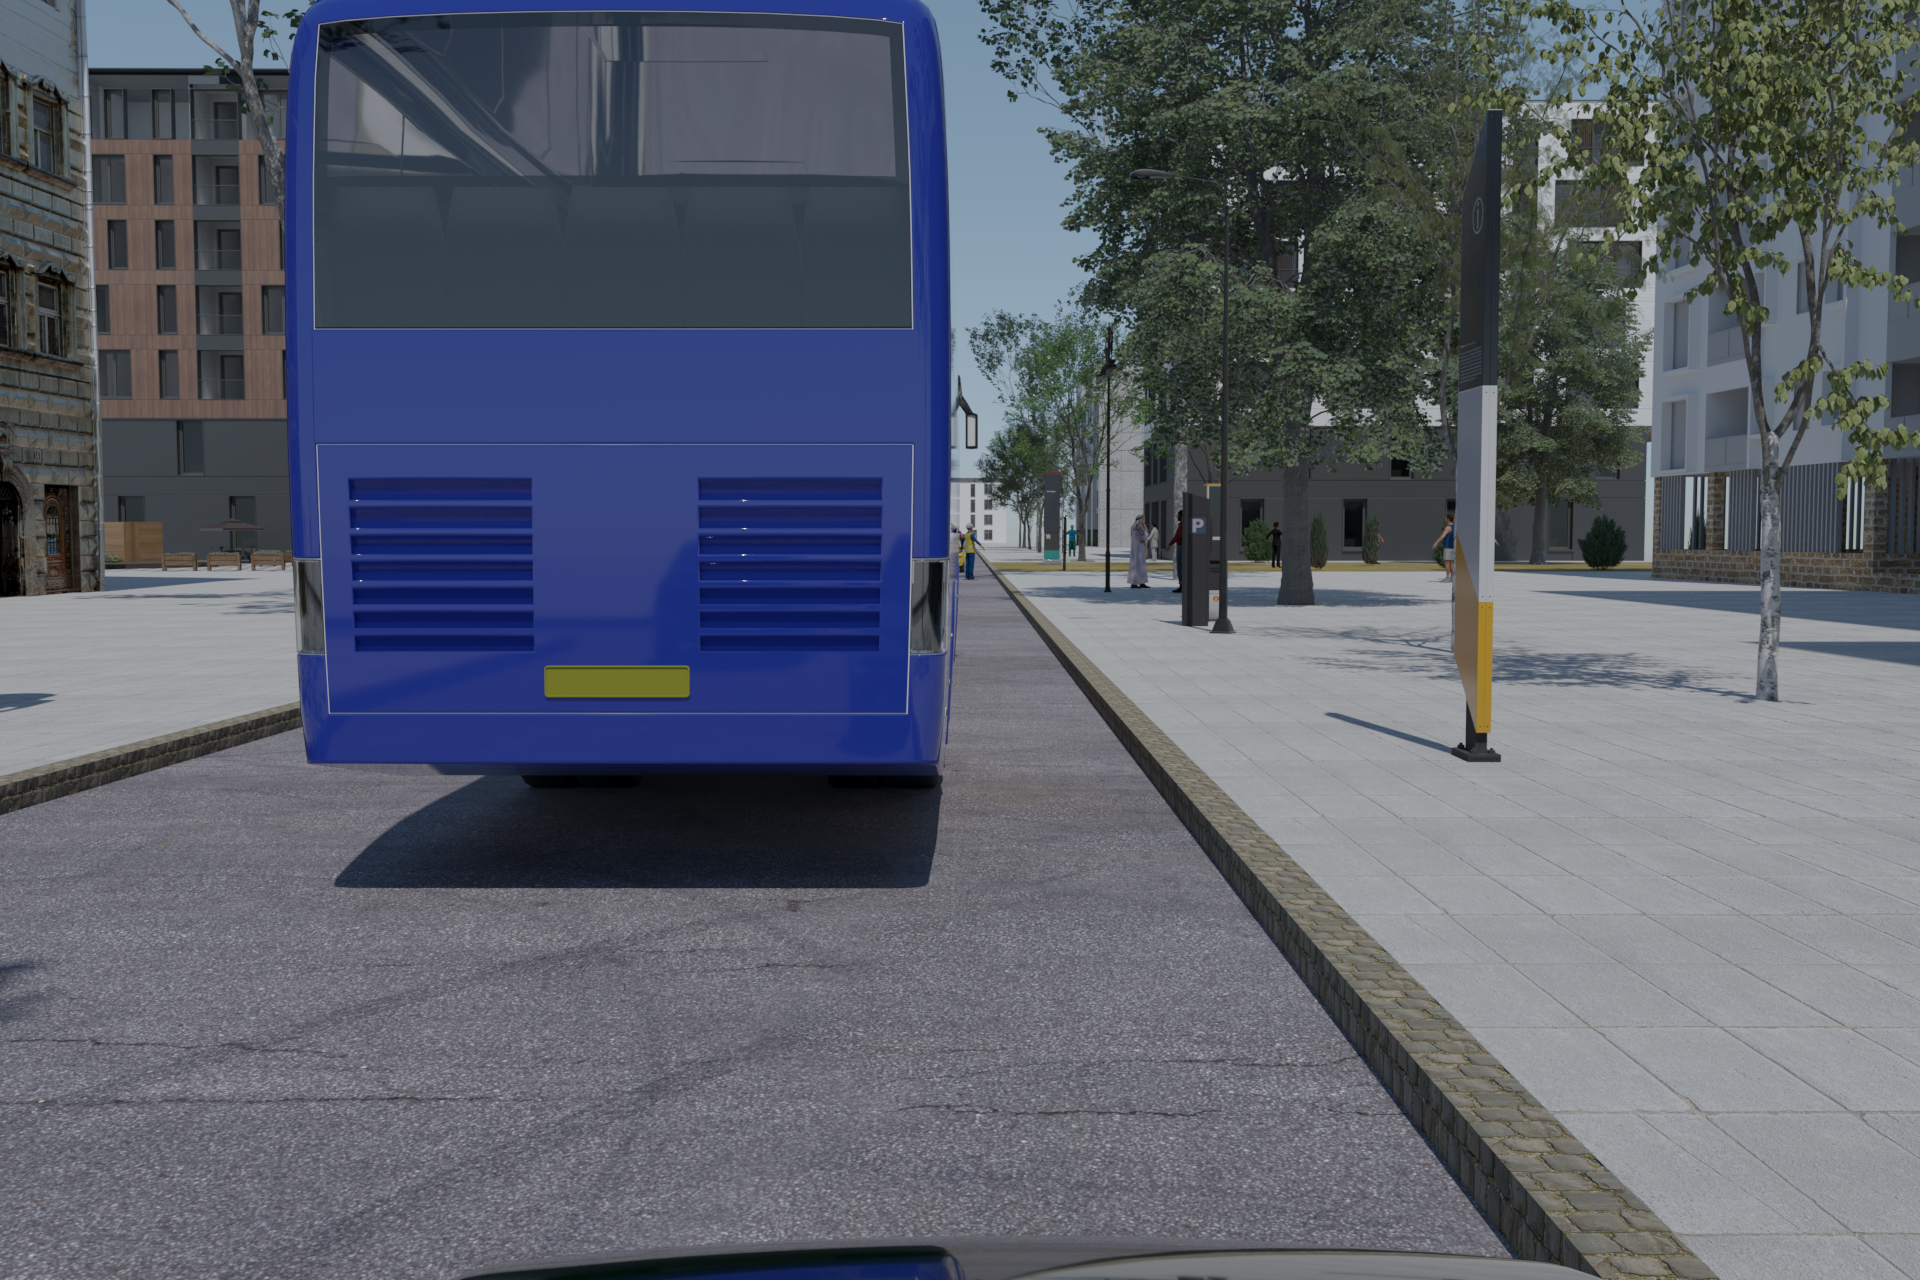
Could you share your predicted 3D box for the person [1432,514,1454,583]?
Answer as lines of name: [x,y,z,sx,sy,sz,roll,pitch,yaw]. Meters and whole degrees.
person: [12.930,-2.428,45.872,0.704,1.807,1.345,3,5,43]

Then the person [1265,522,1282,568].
person: [12.006,-3.593,65.463,0.721,1.740,1.216,-3,5,-42]

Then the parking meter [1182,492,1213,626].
parking meter: [3.303,-1.126,24.126,0.399,1.863,0.255,0,4,0]

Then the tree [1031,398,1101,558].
tree: [5.325,-8.785,94.000,4.360,8.622,3.978,0,3,0]

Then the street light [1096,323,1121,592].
street light: [3.257,-3.990,38.021,0.468,5.910,1.993,0,4,0]

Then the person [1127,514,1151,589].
person: [4.229,-2.081,40.736,0.621,1.740,0.551,0,4,-7]

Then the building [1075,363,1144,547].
building: [22.058,-19.645,187.648,16.747,18.905,31.486,0,4,0]

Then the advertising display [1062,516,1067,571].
advertising display: [3.652,-3.390,60.643,0.123,1.923,0.974,0,4,0]

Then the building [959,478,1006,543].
building: [-7.081,-18.950,254.435,28.070,9.664,9.099,0,4,0]

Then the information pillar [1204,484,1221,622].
information pillar: [3.746,-1.281,25.440,0.304,2.012,0.304,0,4,0]

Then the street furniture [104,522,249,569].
street furniture: [-34.086,-3.630,66.210,9.812,1.723,11.010,1,4,19]

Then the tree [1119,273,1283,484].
tree: [10.001,-8.708,68.132,9.928,11.665,9.643,0,3,0]

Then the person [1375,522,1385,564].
person: [17.777,-4.147,73.952,0.704,1.843,1.345,0,4,-7]

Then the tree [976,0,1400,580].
tree: [7.566,-11.698,47.160,12.611,20.169,13.585,0,3,0]

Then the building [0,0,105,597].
building: [-28.389,-12.112,28.962,19.493,23.208,18.063,0,4,0]

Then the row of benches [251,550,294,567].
row of benches: [-26.606,-3.309,69.557,1.422,0.672,4.104,2,4,34]

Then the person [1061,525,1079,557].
person: [6.357,-5.626,98.104,1.347,1.817,0.704,1,4,8]

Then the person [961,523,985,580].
person: [0.378,-2.746,53.826,0.721,1.772,1.216,-2,4,-35]

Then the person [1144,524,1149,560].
person: [9.239,-4.901,86.404,0.705,1.796,1.348,1,4,8]

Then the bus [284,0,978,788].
bus: [-1.276,-1.287,12.597,2.896,3.916,12.251,0,4,0]

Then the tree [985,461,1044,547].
tree: [6.017,-14.155,165.843,7.601,10.594,8.767,-3,5,-41]

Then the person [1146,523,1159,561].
person: [9.080,-4.597,81.351,0.705,1.806,1.347,2,4,28]

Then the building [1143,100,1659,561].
building: [24.125,-15.547,98.172,27.936,21.610,32.646,0,4,0]

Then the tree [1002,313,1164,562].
tree: [5.771,-9.461,80.449,9.928,11.665,9.643,0,3,0]

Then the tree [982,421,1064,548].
tree: [5.711,-14.010,154.812,9.928,11.665,9.643,0,3,0]

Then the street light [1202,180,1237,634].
street light: [3.942,-3.038,22.212,1.470,5.913,1.316,0,4,0]

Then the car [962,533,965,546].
car: [-0.007,-9.493,164.807,1.945,1.707,3.694,0,4,-1]

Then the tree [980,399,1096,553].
tree: [5.348,-11.206,117.626,8.767,10.594,7.601,1,4,10]

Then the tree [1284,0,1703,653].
tree: [5.147,-4.166,18.476,4.360,8.622,3.978,0,3,0]

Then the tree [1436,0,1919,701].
tree: [6.038,-3.833,13.035,4.737,8.622,4.395,0,3,0]

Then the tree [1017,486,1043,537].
tree: [10.001,-18.304,249.627,4.737,8.622,4.395,0,3,0]

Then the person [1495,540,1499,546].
person: [16.052,-2.907,53.688,1.344,1.810,0.704,-1,4,-12]

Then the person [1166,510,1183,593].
person: [4.830,-1.941,37.842,0.704,1.816,1.345,2,4,27]

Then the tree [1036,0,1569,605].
tree: [6.160,-7.602,30.946,9.857,13.997,8.962,0,3,0]

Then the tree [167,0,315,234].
tree: [-10.933,-10.338,24.918,12.611,20.169,13.585,0,3,0]

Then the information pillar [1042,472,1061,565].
information pillar: [3.833,-5.069,72.256,0.750,3.857,0.750,0,4,-1]

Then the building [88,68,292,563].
building: [-29.135,-15.213,92.705,27.936,21.610,32.646,0,4,-1]

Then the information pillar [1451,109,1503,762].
information pillar: [2.949,-1.133,9.872,0.183,3.616,0.504,0,3,0]

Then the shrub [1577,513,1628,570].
shrub: [22.882,-3.501,61.656,1.690,2.028,1.600,0,3,0]

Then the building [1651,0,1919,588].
building: [25.149,-11.725,48.120,16.016,20.090,11.380,0,4,0]

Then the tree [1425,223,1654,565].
tree: [24.344,-10.144,72.502,9.857,13.997,8.962,0,3,0]

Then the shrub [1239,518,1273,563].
shrub: [13.375,-4.473,77.551,1.690,2.028,1.600,0,3,0]

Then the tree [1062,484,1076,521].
tree: [18.715,-19.705,256.582,7.601,10.594,8.767,0,4,-5]

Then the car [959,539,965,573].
car: [-0.654,-3.385,65.575,2.015,1.641,3.980,0,4,0]

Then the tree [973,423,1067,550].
tree: [5.554,-12.730,142.550,8.767,10.594,7.601,-3,5,-40]

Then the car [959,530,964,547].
car: [-0.645,-8.349,145.178,2.281,1.827,5.304,0,4,0]

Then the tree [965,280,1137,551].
tree: [7.042,-16.701,128.949,12.611,20.169,13.585,0,3,0]

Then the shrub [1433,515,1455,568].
shrub: [17.474,-3.461,61.001,1.690,2.028,1.600,0,3,0]

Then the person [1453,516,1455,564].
person: [13.950,-2.602,48.719,0.705,1.807,1.348,2,4,32]

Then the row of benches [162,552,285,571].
row of benches: [-25.655,-2.762,60.619,4.104,0.672,1.422,-1,4,-16]
